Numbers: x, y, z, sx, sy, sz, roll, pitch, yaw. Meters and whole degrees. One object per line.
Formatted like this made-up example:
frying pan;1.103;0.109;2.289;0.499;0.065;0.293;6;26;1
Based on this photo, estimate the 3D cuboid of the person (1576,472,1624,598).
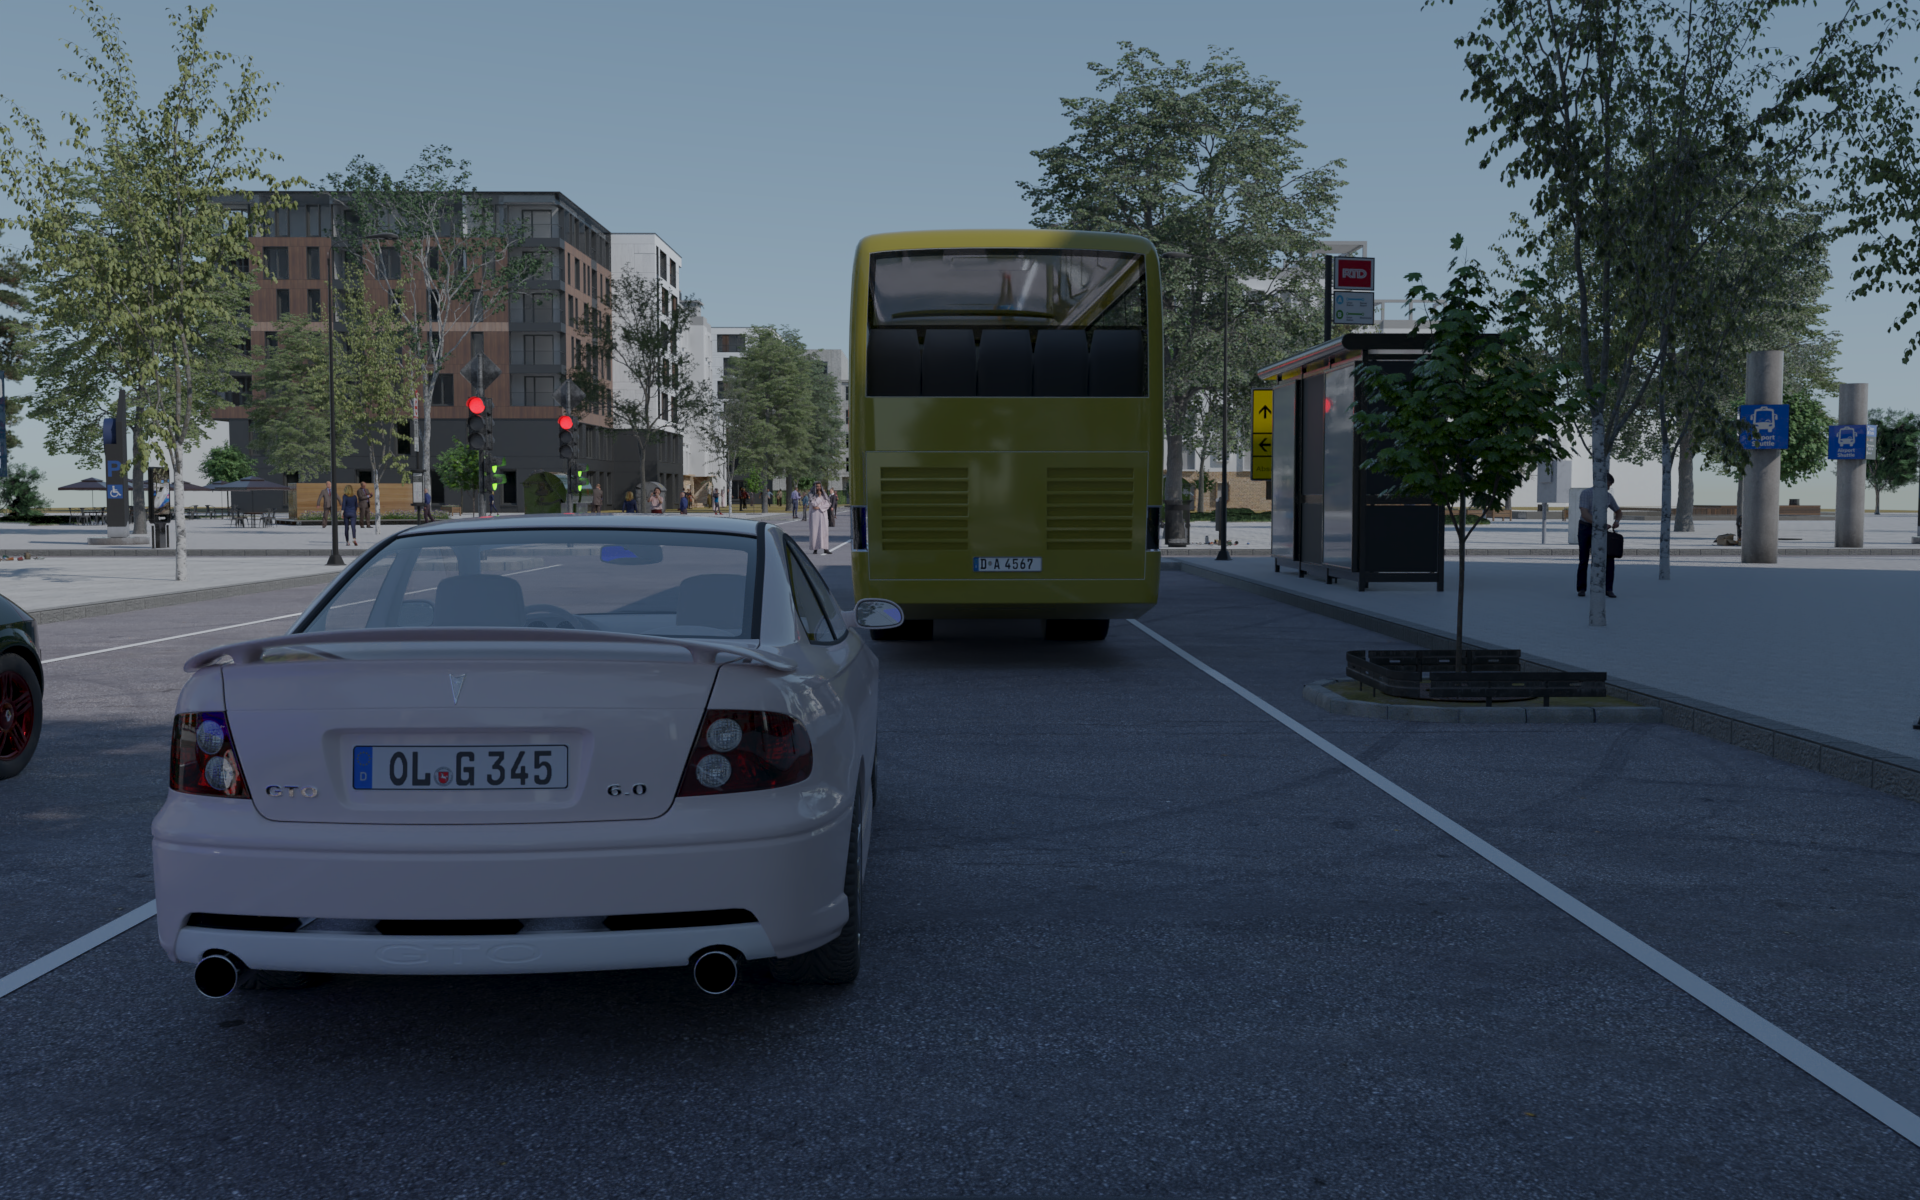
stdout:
person;7.986;-0.814;21.570;0.614;1.554;0.590;-1;4;-11

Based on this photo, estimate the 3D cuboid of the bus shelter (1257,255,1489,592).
bus shelter;5.981;-3.011;26.862;2.179;5.291;8.768;0;4;-1

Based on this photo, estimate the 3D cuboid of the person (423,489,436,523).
person;-20.684;-3.573;67.152;0.600;1.496;0.574;2;4;25

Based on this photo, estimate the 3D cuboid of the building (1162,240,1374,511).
building;22.299;-16.971;133.888;16.016;20.091;11.380;0;4;-1

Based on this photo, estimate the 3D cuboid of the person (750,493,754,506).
person;-21.501;-10.559;179.485;0.445;1.727;0.742;-2;4;-24

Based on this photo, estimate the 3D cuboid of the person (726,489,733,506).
person;-25.258;-11.174;188.878;1.348;1.807;0.705;2;4;28

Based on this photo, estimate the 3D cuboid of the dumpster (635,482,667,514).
dumpster;-14.501;-4.610;81.137;1.264;1.857;1.865;0;4;-1

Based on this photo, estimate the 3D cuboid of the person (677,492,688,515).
person;-10.073;-3.172;63.052;0.600;1.496;0.574;2;4;34

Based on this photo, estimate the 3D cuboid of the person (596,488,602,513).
person;-23.218;-6.377;111.233;0.541;1.710;0.530;-2;4;-27

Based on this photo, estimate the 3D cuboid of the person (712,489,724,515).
person;-14.986;-6.070;107.158;0.662;1.594;0.647;-3;5;-40

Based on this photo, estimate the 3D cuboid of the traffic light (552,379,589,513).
traffic light;-9.360;-3.200;41.563;0.839;4.213;0.868;0;4;-1

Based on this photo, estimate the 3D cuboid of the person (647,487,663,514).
person;-9.439;-2.680;53.779;0.517;1.644;0.566;2;4;34

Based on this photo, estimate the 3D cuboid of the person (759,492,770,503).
person;-16.208;-8.382;143.099;1.348;1.822;0.705;3;5;44

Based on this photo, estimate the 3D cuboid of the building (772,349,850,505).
building;-7.274;-21.627;220.050;31.486;18.905;16.747;0;4;-1

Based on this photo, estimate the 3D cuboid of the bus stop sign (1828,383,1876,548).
bus stop sign;21.299;-3.203;41.385;0.837;3.901;0.837;3;5;42

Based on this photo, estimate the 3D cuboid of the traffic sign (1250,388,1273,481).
traffic sign;6.707;-2.407;33.223;2.265;3.308;0.079;0;4;3

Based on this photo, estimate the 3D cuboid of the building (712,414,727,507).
building;-38.309;-14.349;176.751;28.070;9.664;9.099;0;4;-1

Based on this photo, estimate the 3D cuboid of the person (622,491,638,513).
person;-10.138;-2.571;53.086;0.480;1.512;0.613;0;3;0

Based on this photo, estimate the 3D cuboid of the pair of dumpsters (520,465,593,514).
pair of dumpsters;-13.124;-3.295;56.369;1.574;2.255;4.436;0;4;-1

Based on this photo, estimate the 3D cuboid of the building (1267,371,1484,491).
building;56.032;-21.682;220.957;31.486;18.905;16.747;0;4;-1

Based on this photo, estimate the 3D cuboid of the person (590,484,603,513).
person;-16.551;-4.404;78.740;0.565;1.739;0.600;-3;5;-42

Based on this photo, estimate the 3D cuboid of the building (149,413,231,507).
building;-66.896;-14.371;177.108;28.070;9.664;9.099;0;4;-1

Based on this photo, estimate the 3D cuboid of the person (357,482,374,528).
person;-22.361;-3.575;65.177;0.600;1.739;0.565;0;4;0

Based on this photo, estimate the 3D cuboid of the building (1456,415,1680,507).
building;61.040;-14.461;178.588;28.070;9.664;9.099;0;4;-1

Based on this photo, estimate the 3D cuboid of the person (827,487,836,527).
person;-5.744;-4.046;75.447;0.742;1.727;0.445;1;4;18

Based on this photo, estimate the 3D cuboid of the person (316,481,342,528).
person;-23.665;-3.576;65.058;0.990;1.755;0.434;-2;4;-31

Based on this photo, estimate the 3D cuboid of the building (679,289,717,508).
building;-31.940;-18.982;166.778;16.016;20.091;11.380;0;4;-1

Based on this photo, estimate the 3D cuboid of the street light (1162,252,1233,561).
street light;4.567;-3.721;33.385;1.470;5.913;1.316;0;4;-1

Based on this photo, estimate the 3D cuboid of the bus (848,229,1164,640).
bus;0.196;-1.729;19.824;2.896;3.916;12.252;0;4;-2

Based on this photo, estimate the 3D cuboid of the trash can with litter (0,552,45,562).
trash can with litter;-18.464;-1.354;33.203;1.678;1.210;2.233;2;4;26

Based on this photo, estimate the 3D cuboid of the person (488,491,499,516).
person;-27.631;-5.747;102.541;0.613;1.512;0.480;-2;4;-25

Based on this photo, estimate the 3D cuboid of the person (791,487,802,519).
person;-9.386;-5.600;99.921;0.599;1.838;0.709;-3;5;-41

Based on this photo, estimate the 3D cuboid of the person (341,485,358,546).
person;-15.101;-2.102;42.947;0.613;1.512;0.480;3;4;37

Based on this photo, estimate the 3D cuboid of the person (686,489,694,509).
person;-23.275;-8.713;149.021;0.721;1.766;1.217;2;4;28

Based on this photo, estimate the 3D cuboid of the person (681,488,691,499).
person;-18.973;-6.921;120.009;0.742;1.727;0.445;-1;4;-13

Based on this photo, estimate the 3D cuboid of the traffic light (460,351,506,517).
traffic light;-9.261;-2.712;33.579;0.839;4.213;0.868;0;4;-1

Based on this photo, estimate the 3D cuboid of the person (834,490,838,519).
person;-7.223;-5.504;99.965;0.415;1.643;0.593;1;4;12

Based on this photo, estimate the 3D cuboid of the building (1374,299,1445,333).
building;41.357;-19.470;174.757;11.380;20.091;16.016;0;4;-1

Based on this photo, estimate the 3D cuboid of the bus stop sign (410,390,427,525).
bus stop sign;-13.867;-3.396;44.225;0.416;3.939;0.855;-1;4;-11

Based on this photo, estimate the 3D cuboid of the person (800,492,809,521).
person;-8.163;-4.914;91.062;0.429;1.552;0.499;0;4;2

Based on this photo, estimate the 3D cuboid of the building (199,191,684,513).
building;-37.691;-17.697;133.327;27.936;21.610;32.646;0;4;-1

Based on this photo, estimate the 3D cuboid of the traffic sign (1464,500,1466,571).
traffic sign;8.389;-1.758;28.849;0.768;2.556;0.104;0;4;6

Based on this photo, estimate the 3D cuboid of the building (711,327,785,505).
building;-39.412;-23.337;225.537;32.646;21.610;27.936;0;4;-1

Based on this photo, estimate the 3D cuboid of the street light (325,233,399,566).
street light;-10.679;-3.572;30.944;1.470;5.913;1.316;0;4;-1

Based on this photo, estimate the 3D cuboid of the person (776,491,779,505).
person;-20.518;-11.438;195.609;0.705;1.812;1.348;-2;4;-32

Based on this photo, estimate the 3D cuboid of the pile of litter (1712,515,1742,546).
pile of litter;19.291;-1.784;43.135;1.719;0.858;1.176;-2;4;-30

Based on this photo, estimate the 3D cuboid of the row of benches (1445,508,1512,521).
row of benches;24.133;-4.052;81.715;4.104;0.672;1.422;-1;4;-20

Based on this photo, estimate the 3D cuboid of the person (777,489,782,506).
person;-18.585;-10.575;178.959;0.705;1.823;1.348;1;4;13

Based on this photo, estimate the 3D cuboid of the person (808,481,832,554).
person;-3.383;-1.969;41.355;0.551;1.740;0.621;-3;5;-42

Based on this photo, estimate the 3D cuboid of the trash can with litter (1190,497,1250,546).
trash can with litter;6.470;-1.995;43.678;1.678;1.210;2.233;0;4;7

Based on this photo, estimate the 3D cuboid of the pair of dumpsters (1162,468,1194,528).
pair of dumpsters;7.947;-3.920;66.589;1.574;2.255;4.436;0;4;-1

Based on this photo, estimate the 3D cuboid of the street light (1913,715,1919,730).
street light;4.843;-2.249;9.311;1.470;5.913;1.316;0;4;-1

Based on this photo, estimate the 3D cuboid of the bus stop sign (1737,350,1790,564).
bus stop sign;14.862;-2.635;32.091;0.837;3.901;0.837;1;4;22
